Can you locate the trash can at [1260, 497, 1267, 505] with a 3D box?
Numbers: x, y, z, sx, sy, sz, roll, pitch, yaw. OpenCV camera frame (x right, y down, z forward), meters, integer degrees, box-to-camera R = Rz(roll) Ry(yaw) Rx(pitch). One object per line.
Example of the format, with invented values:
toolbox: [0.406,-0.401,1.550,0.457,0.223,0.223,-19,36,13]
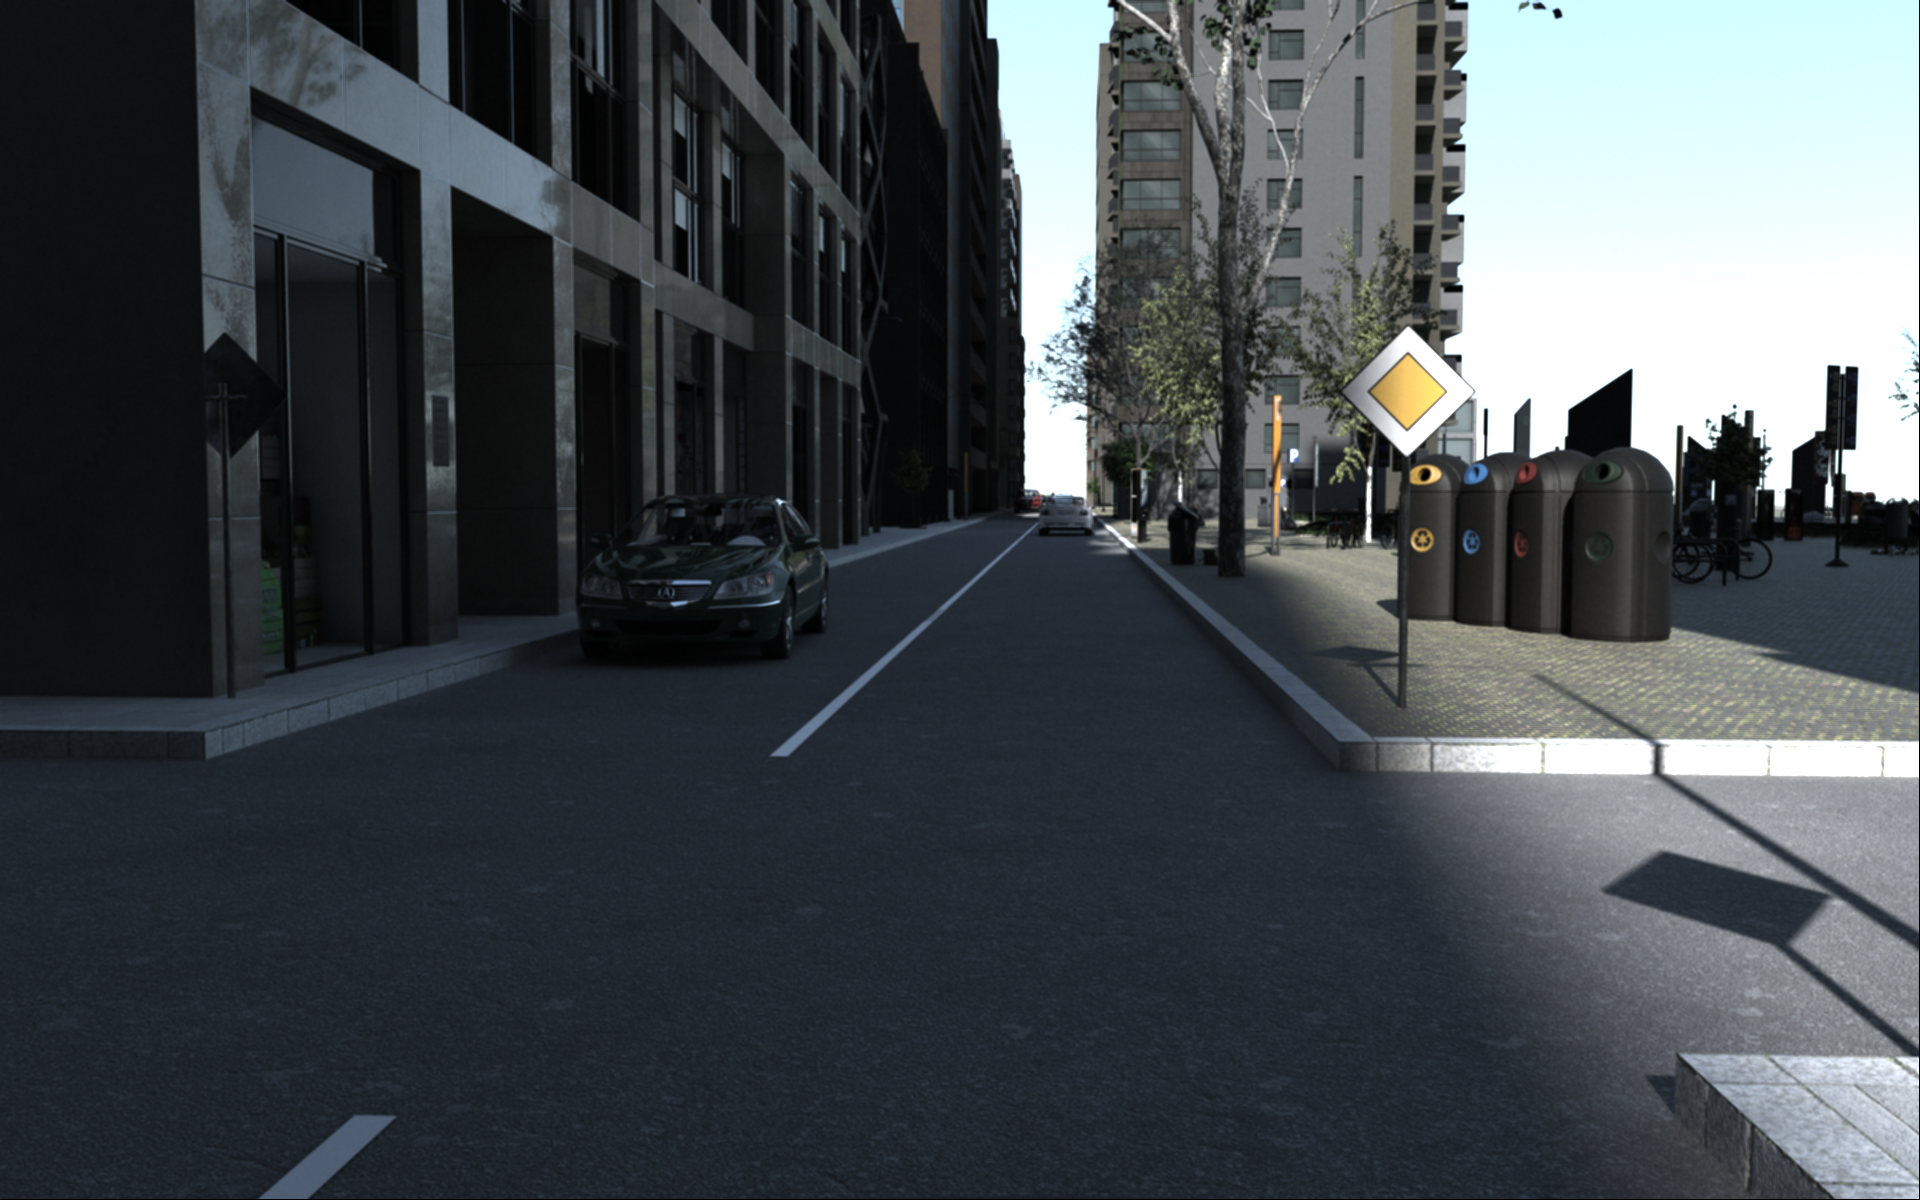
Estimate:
trash can: [14.840,-4.406,83.695,0.748,1.137,0.748,0,3,0]

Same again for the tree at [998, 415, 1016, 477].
tree: [3.367,-12.931,161.788,4.737,8.622,4.395,0,3,0]

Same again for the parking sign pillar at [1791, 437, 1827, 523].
parking sign pillar: [35.368,-5.119,72.174,1.447,3.967,1.447,2,4,27]

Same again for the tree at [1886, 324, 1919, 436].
tree: [34.200,-6.641,58.937,4.737,8.622,4.395,0,3,0]

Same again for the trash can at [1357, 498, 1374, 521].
trash can: [15.479,-3.319,65.918,0.748,1.137,0.748,0,3,0]

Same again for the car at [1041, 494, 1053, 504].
car: [12.137,-13.924,239.662,2.014,1.417,4.499,0,4,3]

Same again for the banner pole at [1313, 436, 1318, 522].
banner pole: [15.329,-5.176,74.644,0.401,3.779,0.863,2,4,26]

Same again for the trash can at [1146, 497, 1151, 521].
trash can: [8.687,-4.296,81.892,0.748,1.137,0.748,0,3,0]

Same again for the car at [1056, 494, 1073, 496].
car: [7.066,-6.564,117.109,2.009,1.686,4.222,0,4,4]

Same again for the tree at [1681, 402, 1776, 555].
tree: [16.385,-2.566,36.559,1.663,3.219,1.824,0,3,0]

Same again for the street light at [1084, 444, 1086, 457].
street light: [9.995,-9.446,126.982,1.470,5.913,1.316,0,4,4]

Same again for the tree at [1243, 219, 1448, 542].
tree: [10.708,-5.861,46.188,4.737,8.622,4.395,0,3,0]

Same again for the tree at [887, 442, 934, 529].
tree: [-1.671,-4.272,64.442,1.663,3.219,1.824,0,3,0]

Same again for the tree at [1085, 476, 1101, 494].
tree: [13.278,-10.666,168.997,1.663,3.219,1.824,0,3,0]

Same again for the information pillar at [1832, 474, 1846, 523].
information pillar: [31.445,-3.514,61.951,0.304,2.012,0.304,-2,4,-28]

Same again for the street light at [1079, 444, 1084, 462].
street light: [12.060,-11.556,161.488,1.470,5.913,1.316,0,4,4]

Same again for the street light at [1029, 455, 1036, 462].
street light: [7.974,-14.198,204.672,1.470,5.913,1.316,0,4,4]

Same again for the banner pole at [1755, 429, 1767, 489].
banner pole: [30.731,-4.688,66.664,0.401,3.779,0.863,-2,4,-24]

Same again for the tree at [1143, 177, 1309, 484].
tree: [6.283,-5.553,41.146,4.360,8.622,3.978,0,3,0]

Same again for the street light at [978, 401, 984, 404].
street light: [0.517,-7.002,87.027,1.470,5.913,1.316,0,4,4]

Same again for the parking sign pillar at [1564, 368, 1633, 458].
parking sign pillar: [13.734,-2.988,37.329,1.447,3.967,1.447,0,4,7]

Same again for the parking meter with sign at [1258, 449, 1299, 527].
parking meter with sign: [12.291,-4.337,67.178,0.543,3.016,1.738,-3,4,-36]

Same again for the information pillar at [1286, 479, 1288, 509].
information pillar: [15.526,-4.806,83.066,0.304,2.012,0.304,2,4,29]

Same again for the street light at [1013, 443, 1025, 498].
street light: [4.899,-11.270,156.802,1.470,5.913,1.316,0,4,4]

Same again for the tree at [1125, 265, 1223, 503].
tree: [7.472,-6.511,56.812,4.737,8.622,4.395,0,3,0]

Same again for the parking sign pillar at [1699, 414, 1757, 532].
parking sign pillar: [25.942,-4.249,57.938,1.447,3.967,1.447,-2,4,-30]

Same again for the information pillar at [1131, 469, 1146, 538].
information pillar: [5.163,-2.794,50.171,0.304,2.012,0.304,-2,4,-35]

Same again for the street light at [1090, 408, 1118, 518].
street light: [7.753,-7.352,92.744,1.470,5.913,1.316,0,4,4]

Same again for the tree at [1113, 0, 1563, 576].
tree: [3.390,-10.362,25.303,12.611,20.169,13.585,0,3,0]

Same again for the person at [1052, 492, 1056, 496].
person: [13.030,-14.346,243.067,1.348,1.822,0.705,-2,4,-30]

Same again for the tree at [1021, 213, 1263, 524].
tree: [7.873,-10.072,75.043,12.009,13.543,11.850,0,3,0]

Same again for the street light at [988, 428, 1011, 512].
street light: [2.652,-9.155,122.230,1.470,5.913,1.316,0,4,4]

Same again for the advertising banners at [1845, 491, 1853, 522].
advertising banners: [32.600,-4.155,64.119,0.090,3.025,2.074,0,4,6]

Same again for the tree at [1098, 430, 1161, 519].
tree: [8.690,-6.416,88.614,4.285,4.588,4.351,0,3,0]

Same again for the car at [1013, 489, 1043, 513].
car: [5.220,-7.563,132.320,2.281,1.827,5.304,0,4,4]

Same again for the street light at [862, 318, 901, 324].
street light: [-2.249,-4.477,45.741,1.470,5.913,1.316,0,4,4]

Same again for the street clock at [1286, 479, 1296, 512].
street clock: [15.744,-4.762,82.425,0.471,2.002,0.358,2,4,27]

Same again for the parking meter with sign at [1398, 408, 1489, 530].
parking meter with sign: [9.878,-2.396,35.431,1.738,3.016,0.543,1,4,18]

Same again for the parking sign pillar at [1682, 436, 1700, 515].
parking sign pillar: [33.731,-5.551,79.233,1.447,3.967,1.447,-2,4,-28]

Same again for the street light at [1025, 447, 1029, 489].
street light: [5.784,-12.077,170.006,1.470,5.913,1.316,0,4,4]

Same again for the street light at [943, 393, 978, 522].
street light: [-0.059,-6.571,79.982,1.470,5.913,1.316,0,4,4]

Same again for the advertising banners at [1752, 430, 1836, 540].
advertising banners: [23.016,-3.158,47.817,2.074,3.025,0.090,0,4,7]

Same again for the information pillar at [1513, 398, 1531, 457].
information pillar: [13.663,-3.105,42.120,0.504,3.616,0.183,-2,4,-26]
